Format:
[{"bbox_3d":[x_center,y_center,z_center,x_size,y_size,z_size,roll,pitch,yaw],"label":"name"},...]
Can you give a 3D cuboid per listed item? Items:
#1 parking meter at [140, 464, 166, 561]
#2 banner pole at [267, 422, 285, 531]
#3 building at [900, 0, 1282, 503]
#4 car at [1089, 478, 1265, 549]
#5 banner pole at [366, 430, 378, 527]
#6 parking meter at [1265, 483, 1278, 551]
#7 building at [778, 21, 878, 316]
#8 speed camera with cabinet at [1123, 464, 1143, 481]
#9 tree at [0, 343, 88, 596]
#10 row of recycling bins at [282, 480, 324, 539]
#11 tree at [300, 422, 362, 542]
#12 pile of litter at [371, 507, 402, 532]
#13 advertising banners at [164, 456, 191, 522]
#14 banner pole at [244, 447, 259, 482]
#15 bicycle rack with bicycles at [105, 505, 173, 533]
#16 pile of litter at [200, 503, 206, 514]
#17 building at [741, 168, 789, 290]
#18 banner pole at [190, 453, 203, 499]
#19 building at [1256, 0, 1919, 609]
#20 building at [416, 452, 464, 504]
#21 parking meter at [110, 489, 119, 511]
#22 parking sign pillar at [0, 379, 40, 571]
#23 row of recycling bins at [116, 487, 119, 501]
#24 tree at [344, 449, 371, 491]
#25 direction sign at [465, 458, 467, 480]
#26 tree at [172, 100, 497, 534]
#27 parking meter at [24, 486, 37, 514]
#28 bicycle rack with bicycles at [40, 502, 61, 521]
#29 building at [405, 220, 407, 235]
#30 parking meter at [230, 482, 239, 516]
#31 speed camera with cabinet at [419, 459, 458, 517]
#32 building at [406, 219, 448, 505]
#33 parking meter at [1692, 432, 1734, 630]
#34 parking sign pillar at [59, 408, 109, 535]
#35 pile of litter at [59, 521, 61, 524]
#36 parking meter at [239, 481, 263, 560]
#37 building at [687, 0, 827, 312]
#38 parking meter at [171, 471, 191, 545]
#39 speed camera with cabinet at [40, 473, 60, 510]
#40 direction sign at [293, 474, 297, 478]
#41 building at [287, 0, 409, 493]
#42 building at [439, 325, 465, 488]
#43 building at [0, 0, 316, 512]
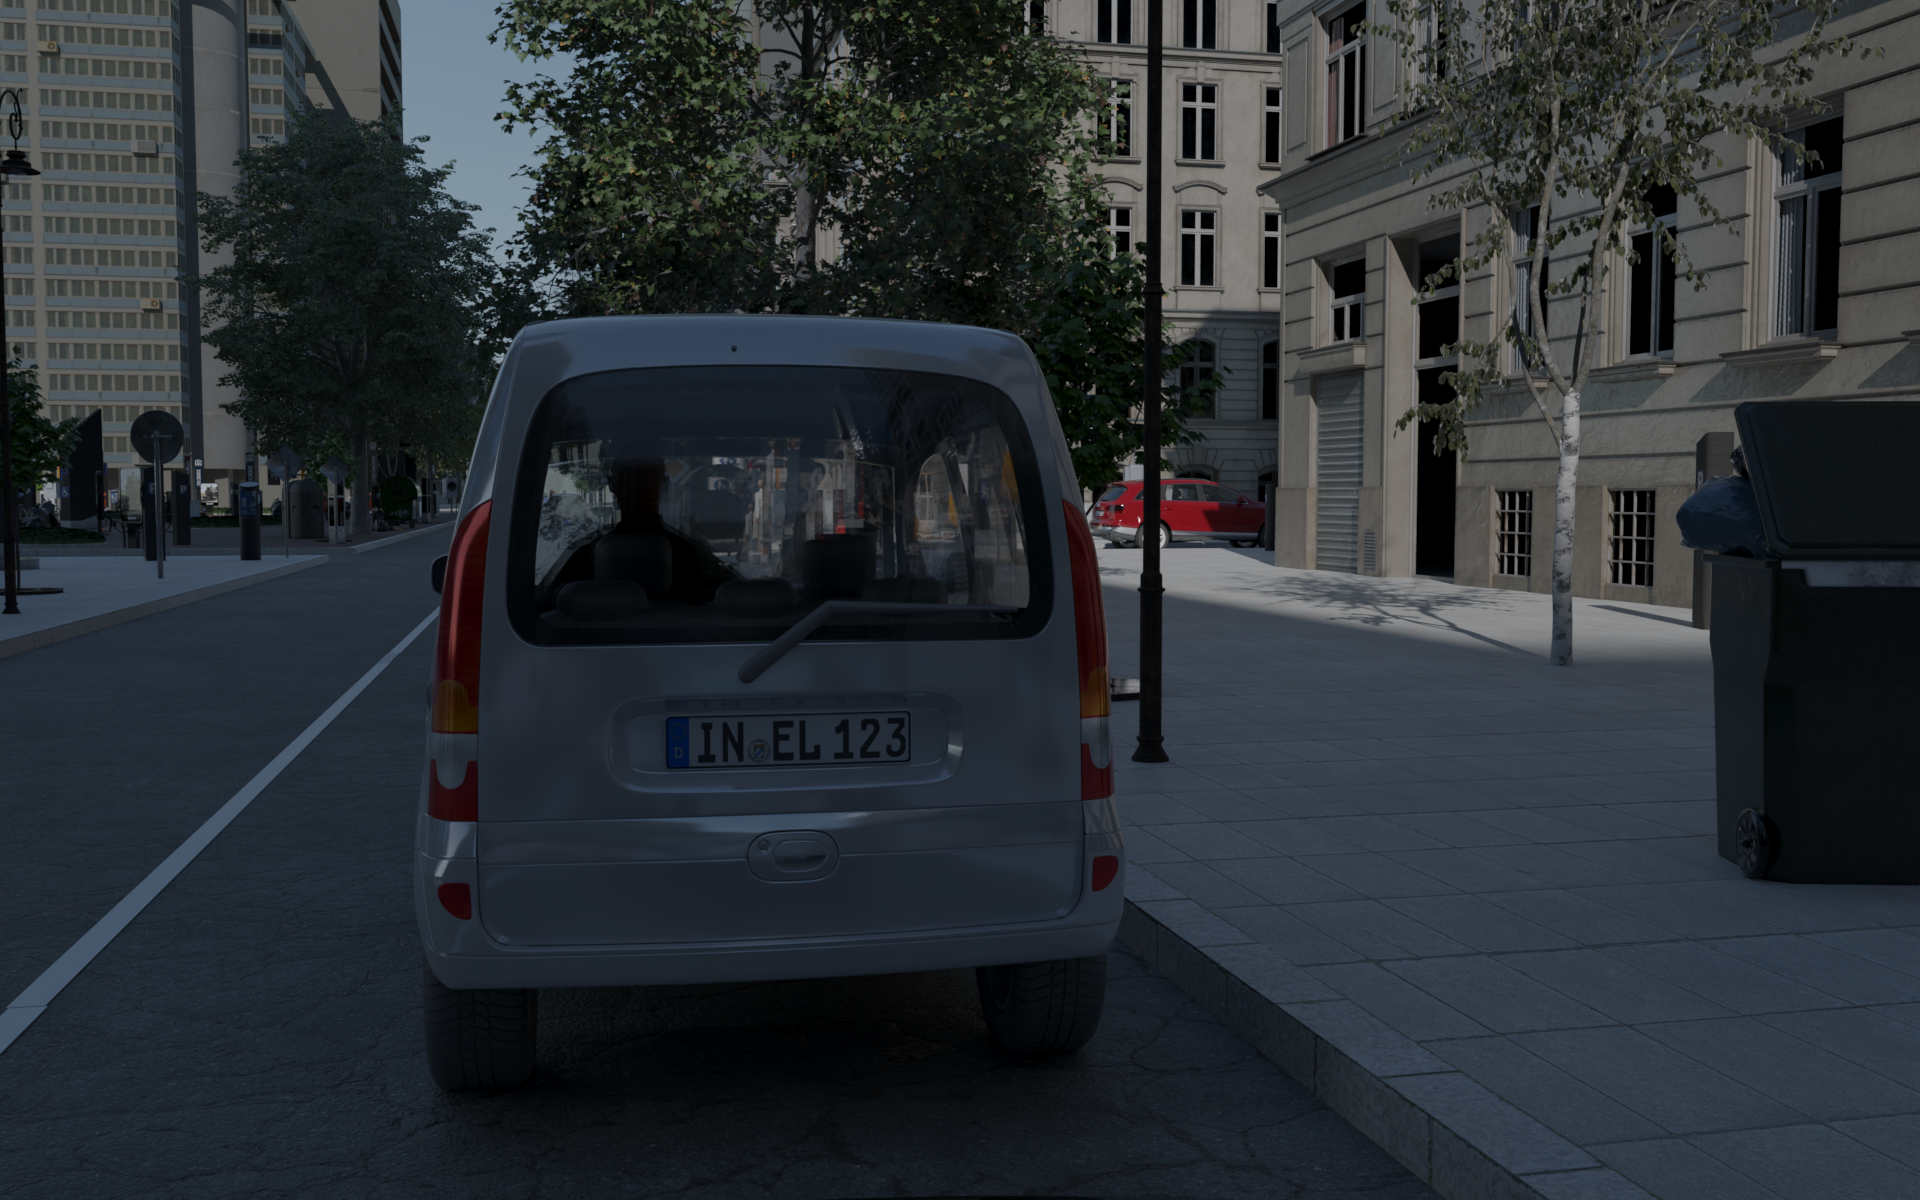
[{"bbox_3d":[-15.512,-1.686,33.280,0.399,1.863,0.255,-2,4,-33],"label":"parking meter"},{"bbox_3d":[-23.546,-4.269,59.820,0.401,3.779,0.863,3,5,40],"label":"banner pole"},{"bbox_3d":[15.429,-15.026,64.752,34.723,24.649,14.460,-1,4,-13],"label":"building"},{"bbox_3d":[5.815,-2.072,42.557,5.304,1.827,2.281,-1,4,-15],"label":"car"},{"bbox_3d":[-22.859,-4.725,67.275,0.401,3.779,0.863,1,4,15],"label":"banner pole"},{"bbox_3d":[7.071,-1.875,39.062,0.372,1.533,0.369,0,3,0],"label":"parking meter"},{"bbox_3d":[-1.166,-17.562,84.396,12.463,27.353,25.104,-1,4,-13],"label":"building"},{"bbox_3d":[6.211,-3.700,54.828,2.038,3.252,0.660,0,4,-2],"label":"speed camera with cabinet"},{"bbox_3d":[-12.008,-1.690,22.231,1.663,3.219,1.824,0,3,0],"label":"tree"},{"bbox_3d":[-19.385,-2.679,50.921,1.069,1.692,3.534,-2,4,-26],"label":"row of recycling bins"},{"bbox_3d":[-16.881,-3.192,46.795,1.663,3.219,1.824,0,3,0],"label":"tree"},{"bbox_3d":[-19.839,-2.799,59.729,1.176,0.858,1.719,-2,4,-24],"label":"pile of litter"},{"bbox_3d":[-35.262,-5.014,78.162,0.090,3.025,2.074,1,4,8],"label":"advertising banners"},{"bbox_3d":[-37.305,-6.206,91.477,0.863,3.779,0.401,-3,4,-36],"label":"banner pole"},{"bbox_3d":[-27.152,-2.700,57.527,2.852,0.926,2.925,3,5,40],"label":"bicycle rack with bicycles"},{"bbox_3d":[-45.453,-5.474,103.461,1.176,0.858,1.719,2,4,24],"label":"pile of litter"},{"bbox_3d":[-7.010,-16.331,108.813,13.314,21.916,24.055,-1,4,-13],"label":"building"},{"bbox_3d":[-46.162,-7.012,104.660,0.863,3.779,0.401,-3,4,-36],"label":"banner pole"},{"bbox_3d":[15.829,-11.276,17.644,16.112,22.955,30.059,-1,4,-13],"label":"building"},{"bbox_3d":[-83.256,-24.005,237.518,27.650,21.520,28.899,-1,4,-13],"label":"building"},{"bbox_3d":[-45.883,-5.235,94.004,0.372,1.533,0.369,0,3,0],"label":"parking meter"},{"bbox_3d":[-16.522,-2.506,29.442,1.447,3.967,1.447,3,4,39],"label":"parking sign pillar"},{"bbox_3d":[-48.348,-5.734,100.862,1.069,1.692,3.534,-1,4,-10],"label":"row of recycling bins"},{"bbox_3d":[-38.742,-7.796,111.175,4.285,4.588,4.351,0,3,0],"label":"tree"},{"bbox_3d":[-30.192,-6.966,105.885,0.379,3.537,0.876,-1,4,-15],"label":"direction sign"},{"bbox_3d":[-19.368,-9.082,55.138,9.857,13.997,8.962,0,3,0],"label":"tree"},{"bbox_3d":[-37.373,-3.909,69.628,0.399,1.863,0.255,1,4,9],"label":"parking meter"},{"bbox_3d":[-44.014,-4.200,82.045,2.925,0.926,2.852,1,4,20],"label":"bicycle rack with bicycles"},{"bbox_3d":[-60.011,-23.983,163.823,14.160,30.474,14.107,-1,4,-13],"label":"building"},{"bbox_3d":[-35.211,-4.794,84.089,0.255,1.863,0.399,-3,5,-44],"label":"parking meter"},{"bbox_3d":[-29.504,-6.337,97.944,2.038,3.252,0.660,-3,5,-39],"label":"speed camera with cabinet"},{"bbox_3d":[-79.853,-31.728,210.641,32.217,40.220,23.993,-1,4,-13],"label":"building"},{"bbox_3d":[7.159,-0.658,16.473,0.255,1.863,0.399,1,4,8],"label":"parking meter"},{"bbox_3d":[-27.359,-4.004,53.938,1.447,3.967,1.447,1,4,21],"label":"parking sign pillar"},{"bbox_3d":[-37.265,-3.568,72.308,1.719,0.858,1.176,3,4,38],"label":"pile of litter"},{"bbox_3d":[-13.769,-1.539,33.581,0.372,1.533,0.369,0,3,0],"label":"parking meter"},{"bbox_3d":[-16.832,-28.514,149.790,14.154,41.232,14.086,-1,4,-13],"label":"building"},{"bbox_3d":[-19.583,-2.315,43.559,0.255,1.863,0.399,2,4,32],"label":"parking meter"},{"bbox_3d":[-52.667,-6.482,100.323,2.038,3.252,0.660,3,5,45],"label":"speed camera with cabinet"},{"bbox_3d":[-33.446,-5.762,86.208,0.876,3.537,0.379,-3,5,-40],"label":"direction sign"},{"bbox_3d":[-58.592,-31.903,145.310,21.300,48.544,21.600,-1,4,-13],"label":"building"},{"bbox_3d":[-81.963,-29.887,260.348,14.160,30.474,14.107,-1,4,-13],"label":"building"},{"bbox_3d":[-59.665,-26.305,121.966,32.217,40.220,23.993,-1,4,-13],"label":"building"}]
